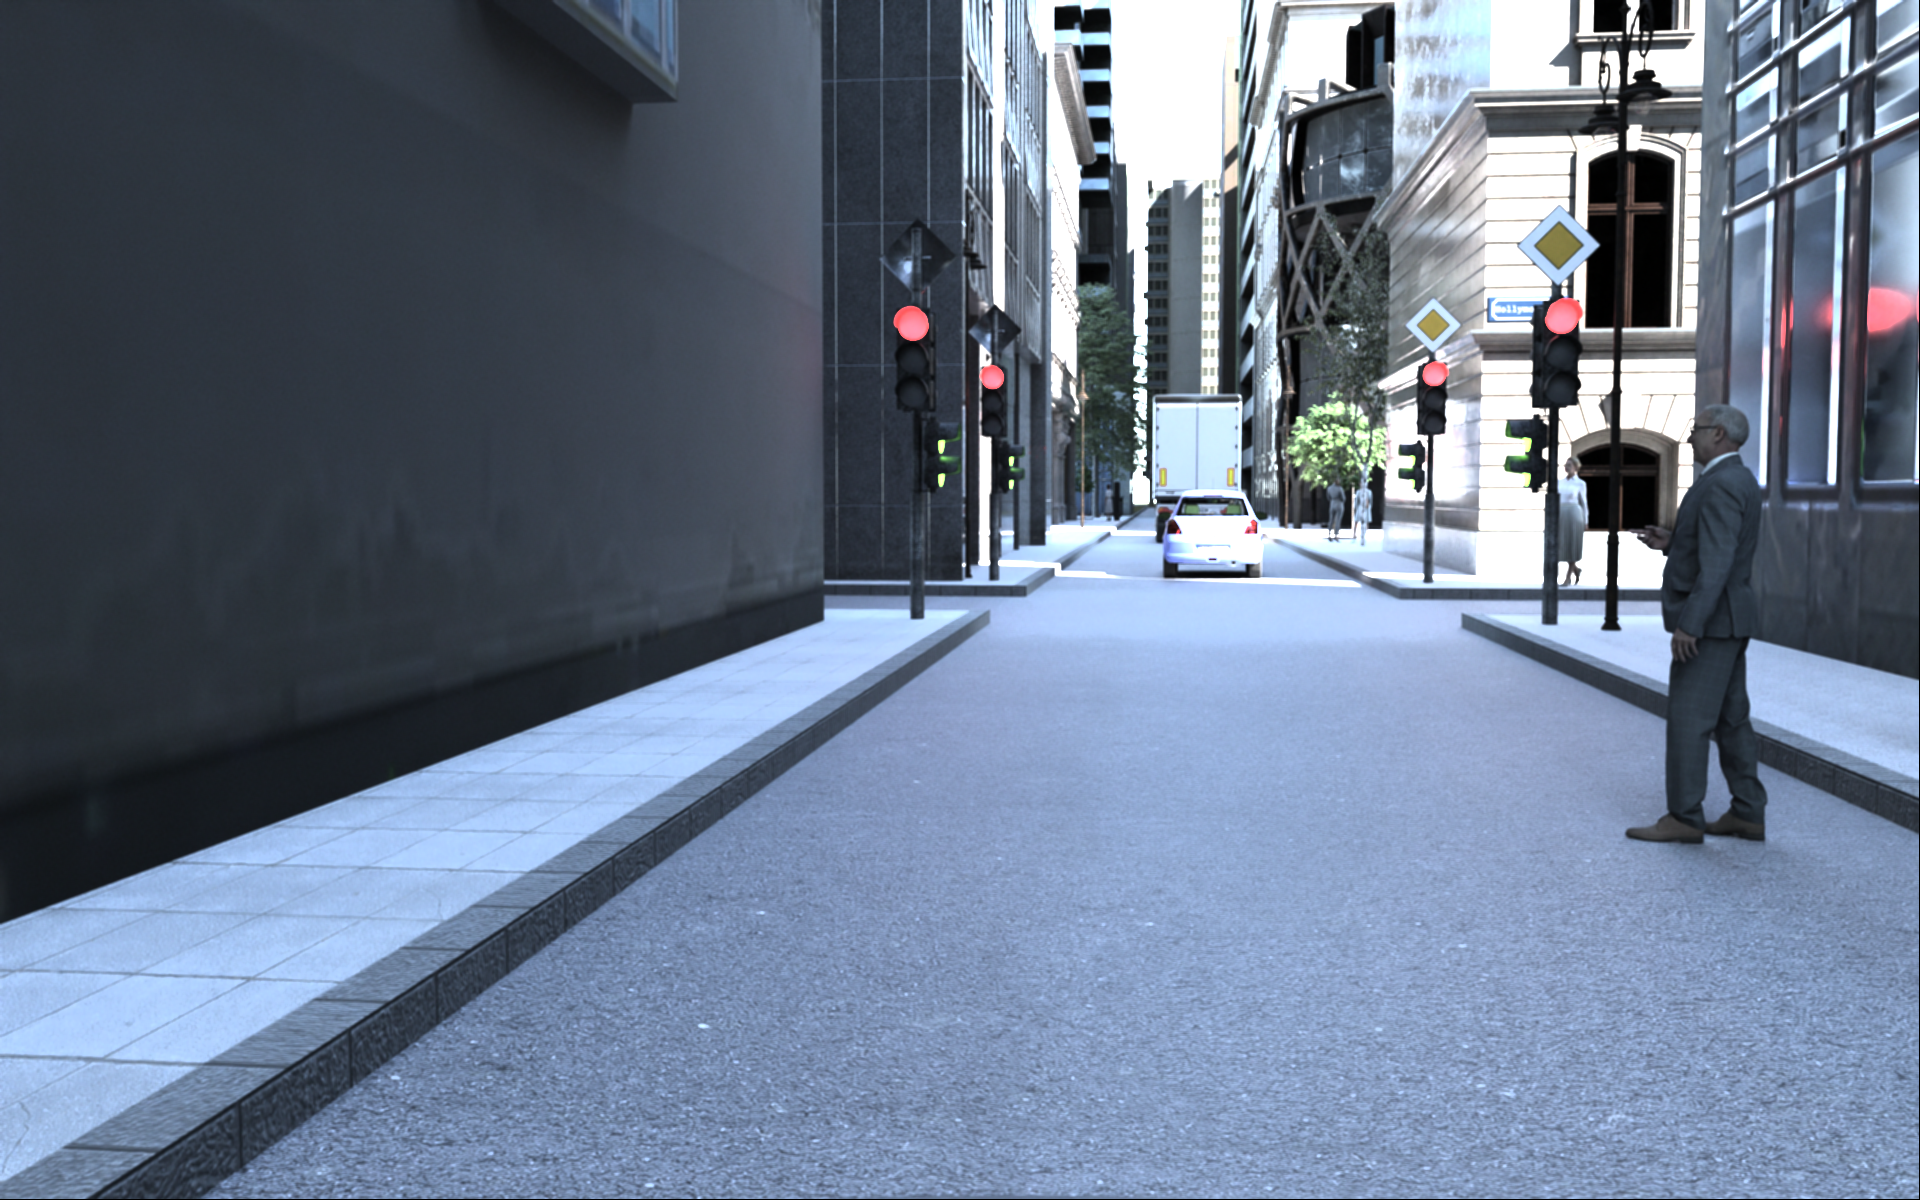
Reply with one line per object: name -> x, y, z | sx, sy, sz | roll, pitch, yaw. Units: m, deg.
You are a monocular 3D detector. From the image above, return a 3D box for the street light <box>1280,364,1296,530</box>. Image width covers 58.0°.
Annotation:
street light -> 11.631, -5.431, 61.581 | 0.468, 5.910, 1.993 | 0, 4, 7

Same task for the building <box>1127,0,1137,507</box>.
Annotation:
building -> 2.701, -38.176, 166.180 | 28.212, 58.520, 21.231 | 0, 4, 7

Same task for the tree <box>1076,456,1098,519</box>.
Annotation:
tree -> 6.396, -5.710, 87.962 | 1.663, 3.219, 1.824 | 0, 3, 0

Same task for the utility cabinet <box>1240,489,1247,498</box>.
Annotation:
utility cabinet -> 13.703, -4.591, 83.747 | 0.318, 1.500, 1.173 | 0, 4, 7

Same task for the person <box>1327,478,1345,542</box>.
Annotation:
person -> 10.036, -2.434, 46.113 | 0.520, 1.790, 0.573 | 2, 4, 28

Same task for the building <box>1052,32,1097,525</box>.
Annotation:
building -> -0.956, -13.129, 65.570 | 10.553, 20.767, 40.483 | 0, 4, 7

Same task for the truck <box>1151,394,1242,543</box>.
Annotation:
truck -> 7.355, -4.002, 54.339 | 2.839, 4.237, 11.283 | 0, 4, 7

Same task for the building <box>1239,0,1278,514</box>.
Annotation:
building -> 28.978, -29.698, 109.269 | 21.300, 48.544, 21.600 | 0, 4, 7

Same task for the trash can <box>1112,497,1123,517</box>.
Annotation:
trash can -> 8.844, -5.240, 97.322 | 0.748, 1.137, 0.748 | 0, 3, 0

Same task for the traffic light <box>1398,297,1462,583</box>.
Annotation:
traffic light -> 6.745, -2.200, 24.897 | 0.839, 4.253, 0.868 | 0, 4, 7

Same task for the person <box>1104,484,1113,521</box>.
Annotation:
person -> 7.065, -4.665, 82.880 | 0.480, 1.755, 0.524 | -3, 5, -41

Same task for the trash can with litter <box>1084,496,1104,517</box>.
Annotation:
trash can with litter -> 7.516, -5.407, 99.462 | 1.678, 1.210, 2.233 | -3, 4, -37

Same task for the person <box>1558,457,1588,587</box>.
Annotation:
person -> 8.492, -1.089, 24.074 | 0.641, 1.798, 0.478 | -2, 4, -35

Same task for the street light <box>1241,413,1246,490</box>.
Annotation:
street light -> 16.123, -7.726, 99.107 | 0.468, 5.910, 1.993 | 0, 4, 7

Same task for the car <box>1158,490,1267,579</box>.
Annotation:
car -> 4.473, -1.291, 30.702 | 1.945, 1.707, 3.694 | 0, 4, 8

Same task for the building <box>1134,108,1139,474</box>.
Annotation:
building -> 4.790, -35.197, 195.086 | 30.456, 49.044, 23.786 | 0, 4, 7

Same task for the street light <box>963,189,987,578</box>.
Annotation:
street light -> 0.103, -3.278, 26.382 | 0.468, 5.910, 1.993 | 0, 4, 7

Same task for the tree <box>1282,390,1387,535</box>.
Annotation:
tree -> 11.703, -4.320, 54.348 | 4.285, 4.588, 4.351 | 0, 3, 0

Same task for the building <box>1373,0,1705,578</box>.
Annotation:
building -> 25.456, -12.857, 29.302 | 34.723, 24.649, 14.460 | 0, 4, 7

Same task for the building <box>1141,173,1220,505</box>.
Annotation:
building -> 33.004, -30.969, 198.224 | 23.993, 40.220, 32.217 | 0, 4, 7

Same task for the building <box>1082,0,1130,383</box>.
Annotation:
building -> 6.336, -27.884, 139.503 | 14.154, 41.232, 14.086 | 0, 4, 7

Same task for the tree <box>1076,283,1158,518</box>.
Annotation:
tree -> 6.936, -10.734, 93.626 | 7.486, 12.596, 7.792 | 0, 3, 0

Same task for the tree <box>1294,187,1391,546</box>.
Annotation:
tree -> 10.104, -5.645, 42.651 | 4.360, 8.622, 3.978 | 0, 3, 0

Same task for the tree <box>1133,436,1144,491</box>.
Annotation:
tree -> 13.930, -12.246, 150.584 | 4.737, 8.622, 4.395 | 0, 3, 0

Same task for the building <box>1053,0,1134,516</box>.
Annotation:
building -> 0.764, -49.141, 116.124 | 22.319, 86.520, 31.000 | 0, 4, 7

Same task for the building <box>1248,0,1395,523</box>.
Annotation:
building -> 21.135, -17.674, 86.231 | 12.463, 27.353, 25.104 | 0, 4, 7

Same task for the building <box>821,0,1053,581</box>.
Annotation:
building -> -4.749, -13.291, 35.338 | 12.078, 24.808, 19.932 | 0, 4, 7

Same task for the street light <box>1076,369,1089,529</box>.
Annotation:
street light -> 4.526, -5.574, 63.916 | 0.468, 5.910, 1.993 | 0, 4, 7

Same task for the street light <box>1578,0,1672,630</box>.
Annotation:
street light -> 6.155, -2.655, 16.195 | 0.468, 5.910, 1.993 | 0, 4, 7

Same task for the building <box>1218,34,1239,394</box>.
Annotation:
building -> 32.034, -31.562, 166.146 | 14.600, 45.320, 14.200 | 0, 4, 7

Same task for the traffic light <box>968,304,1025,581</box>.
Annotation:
traffic light -> 0.526, -2.245, 25.622 | 0.839, 4.253, 0.868 | 0, 4, 7

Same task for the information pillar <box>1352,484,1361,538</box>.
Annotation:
information pillar -> 11.780, -2.854, 51.157 | 0.304, 2.012, 0.304 | 2, 4, 29

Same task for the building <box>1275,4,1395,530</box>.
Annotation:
building -> 20.462, -12.108, 65.424 | 16.820, 18.784, 16.811 | 0, 4, 7

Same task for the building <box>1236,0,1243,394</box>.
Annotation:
building -> 27.457, -27.157, 127.609 | 14.154, 41.232, 14.086 | 0, 4, 7

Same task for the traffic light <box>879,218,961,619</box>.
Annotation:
traffic light -> -0.422, -1.760, 17.693 | 0.839, 4.253, 0.868 | 0, 4, 7

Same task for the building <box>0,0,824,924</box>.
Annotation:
building -> -13.066, -23.429, 6.765 | 21.600, 48.544, 21.300 | 0, 4, 7

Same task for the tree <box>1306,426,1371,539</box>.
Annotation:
tree -> 11.000, -3.363, 49.586 | 1.663, 3.219, 1.824 | 0, 3, 0

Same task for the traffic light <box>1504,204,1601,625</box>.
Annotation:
traffic light -> 5.797, -1.715, 16.968 | 0.839, 4.253, 0.868 | 0, 4, 7

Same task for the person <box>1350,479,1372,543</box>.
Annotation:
person -> 10.475, -2.325, 45.059 | 0.512, 1.701, 0.522 | -1, 4, -10

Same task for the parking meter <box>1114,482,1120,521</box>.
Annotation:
parking meter -> 7.590, -4.773, 83.757 | 0.255, 1.863, 0.399 | 1, 4, 11

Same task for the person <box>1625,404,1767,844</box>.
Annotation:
person -> 3.060, 0.088, 7.234 | 0.590, 1.801, 0.661 | 2, 4, 33
